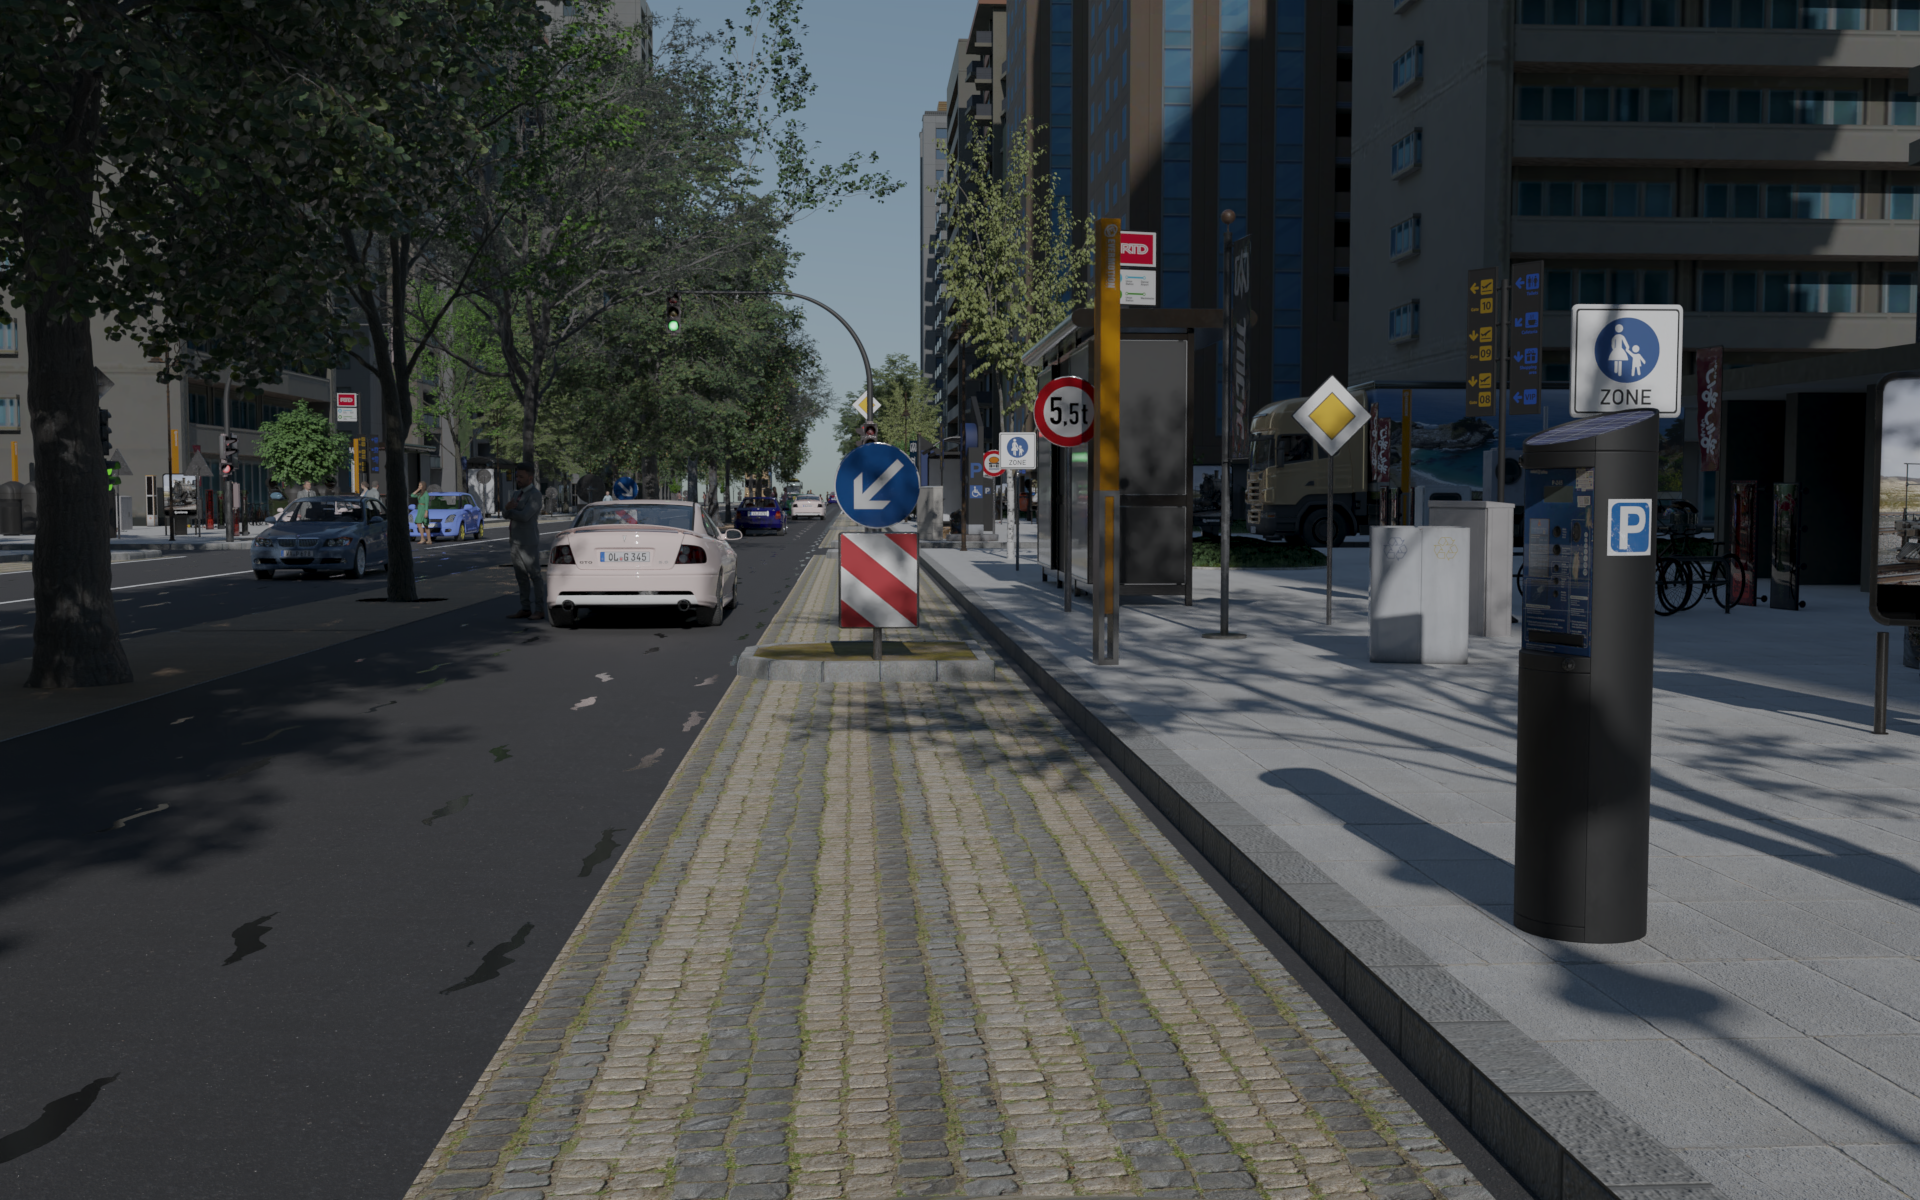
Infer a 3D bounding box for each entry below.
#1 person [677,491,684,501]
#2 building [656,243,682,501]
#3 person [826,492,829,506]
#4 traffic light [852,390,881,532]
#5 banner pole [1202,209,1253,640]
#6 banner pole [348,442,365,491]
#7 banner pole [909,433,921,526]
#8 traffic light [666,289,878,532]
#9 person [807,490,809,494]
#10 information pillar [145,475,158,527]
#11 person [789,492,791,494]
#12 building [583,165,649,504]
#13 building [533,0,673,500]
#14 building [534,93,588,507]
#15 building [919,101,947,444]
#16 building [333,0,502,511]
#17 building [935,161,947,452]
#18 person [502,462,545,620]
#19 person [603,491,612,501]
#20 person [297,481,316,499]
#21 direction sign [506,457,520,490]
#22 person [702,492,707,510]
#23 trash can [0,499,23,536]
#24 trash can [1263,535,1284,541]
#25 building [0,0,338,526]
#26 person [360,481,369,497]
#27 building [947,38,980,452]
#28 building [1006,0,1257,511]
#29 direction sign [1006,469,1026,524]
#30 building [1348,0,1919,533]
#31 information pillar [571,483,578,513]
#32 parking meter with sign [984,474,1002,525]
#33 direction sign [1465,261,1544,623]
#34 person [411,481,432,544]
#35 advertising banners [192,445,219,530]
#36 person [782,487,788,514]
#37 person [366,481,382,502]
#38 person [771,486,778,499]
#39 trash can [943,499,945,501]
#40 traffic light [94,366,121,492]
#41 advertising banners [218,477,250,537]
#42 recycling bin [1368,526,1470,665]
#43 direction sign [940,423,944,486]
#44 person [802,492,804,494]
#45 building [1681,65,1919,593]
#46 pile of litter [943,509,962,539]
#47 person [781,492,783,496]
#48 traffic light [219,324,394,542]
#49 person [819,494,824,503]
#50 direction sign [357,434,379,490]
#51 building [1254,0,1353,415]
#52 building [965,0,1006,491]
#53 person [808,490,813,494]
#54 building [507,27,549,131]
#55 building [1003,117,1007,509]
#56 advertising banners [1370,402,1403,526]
[{"bbox_3d":[-24.539,-8.733,151.999,0.721,1.736,1.217,-3,5,-40],"label":"person"},{"bbox_3d":[-50.952,-35.765,268.350,14.154,41.232,14.086,0,4,-4],"label":"building"},{"bbox_3d":[-15.847,-12.033,205.957,0.721,1.735,1.217,0,4,-1],"label":"person"},{"bbox_3d":[-2.546,-3.556,47.061,0.839,4.253,0.868,0,4,-4],"label":"traffic light"},{"bbox_3d":[2.396,-1.535,15.115,0.401,3.779,0.863,-1,4,-9],"label":"banner pole"},{"bbox_3d":[-25.558,-5.111,73.581,0.863,3.779,0.401,0,4,-3],"label":"banner pole"},{"bbox_3d":[-1.798,-4.934,70.692,0.401,3.779,0.863,-3,5,-43],"label":"banner pole"},{"bbox_3d":[-4.134,-3.924,38.822,4.771,5.953,1.251,0,4,-4],"label":"traffic light"},{"bbox_3d":[-15.127,-10.053,172.883,1.348,1.822,0.705,3,5,39],"label":"person"},{"bbox_3d":[-31.773,-3.889,68.085,0.304,2.012,0.304,0,4,1],"label":"information pillar"},{"bbox_3d":[-22.349,-13.323,227.042,1.217,1.736,0.721,-3,5,-42],"label":"person"},{"bbox_3d":[-51.653,-34.916,225.498,22.147,44.769,28.867,0,4,-4],"label":"building"},{"bbox_3d":[-52.493,-49.619,249.518,20.563,71.187,20.611,0,4,-4],"label":"building"},{"bbox_3d":[-44.967,-29.749,169.984,14.154,41.232,14.086,0,4,-4],"label":"building"},{"bbox_3d":[4.333,-44.338,266.927,21.231,58.520,28.212,0,4,-4],"label":"building"},{"bbox_3d":[-41.328,-27.124,127.073,14.154,41.232,14.086,0,4,-4],"label":"building"},{"bbox_3d":[8.046,-37.824,238.031,23.786,49.044,30.456,0,4,-4],"label":"building"},{"bbox_3d":[-5.020,-0.681,19.811,0.511,1.800,0.466,2,4,29],"label":"person"},{"bbox_3d":[-21.352,-5.794,105.041,0.589,1.601,0.330,0,4,-3],"label":"person"},{"bbox_3d":[-18.783,-2.523,49.847,0.767,1.812,0.694,3,5,43],"label":"person"},{"bbox_3d":[-27.590,-7.035,107.016,0.876,3.537,0.379,0,4,2],"label":"direction sign"},{"bbox_3d":[-22.414,-8.663,151.616,0.415,1.643,0.593,-3,4,-36],"label":"person"},{"bbox_3d":[-29.128,-2.538,53.156,0.748,1.137,0.748,0,3,0],"label":"trash can"},{"bbox_3d":[8.639,-2.201,47.639,0.748,1.137,0.748,0,3,0],"label":"trash can"},{"bbox_3d":[-42.300,-27.758,77.544,21.300,48.544,21.600,0,4,-4],"label":"building"},{"bbox_3d":[-18.200,-2.733,53.200,0.654,1.822,0.581,-2,4,-27],"label":"person"},{"bbox_3d":[9.842,-33.956,178.882,21.300,48.544,21.600,0,4,-4],"label":"building"},{"bbox_3d":[10.556,-28.416,114.715,14.600,45.320,14.200,0,4,-4],"label":"building"},{"bbox_3d":[2.362,-4.967,73.212,0.876,3.537,0.379,-1,4,-13],"label":"direction sign"},{"bbox_3d":[26.521,-27.025,65.557,21.600,48.544,21.300,0,4,-4],"label":"building"},{"bbox_3d":[-26.441,-6.994,118.848,0.304,2.012,0.304,1,4,17],"label":"information pillar"},{"bbox_3d":[1.020,-4.655,72.371,1.738,3.016,0.543,-2,4,-29],"label":"parking meter with sign"},{"bbox_3d":[5.393,-1.544,17.239,0.379,3.537,0.876,-2,4,-35],"label":"direction sign"},{"bbox_3d":[-15.254,-2.479,49.287,0.600,1.795,0.529,3,5,39],"label":"person"},{"bbox_3d":[-27.037,-4.048,62.377,0.090,3.025,2.074,0,4,7],"label":"advertising banners"},{"bbox_3d":[-9.770,-5.368,96.282,0.388,1.821,0.555,-1,4,-19],"label":"person"},{"bbox_3d":[-16.687,-2.498,49.435,0.635,1.810,0.391,2,4,32],"label":"person"},{"bbox_3d":[-9.338,-4.793,86.873,0.388,1.821,0.555,2,4,26],"label":"person"},{"bbox_3d":[-0.827,-2.612,54.366,0.748,1.137,0.748,0,3,0],"label":"trash can"},{"bbox_3d":[-18.930,-3.004,38.035,0.839,4.253,0.868,0,4,-4],"label":"traffic light"},{"bbox_3d":[-21.953,-3.442,52.465,0.090,3.025,2.074,0,4,-3],"label":"advertising banners"},{"bbox_3d":[3.542,-0.052,13.409,0.722,1.027,0.722,1,4,12],"label":"recycling bin"},{"bbox_3d":[-0.582,-3.885,55.519,0.379,3.537,0.876,0,4,6],"label":"direction sign"},{"bbox_3d":[-20.792,-13.423,228.692,1.217,1.736,0.721,0,4,6],"label":"person"},{"bbox_3d":[21.946,-21.940,13.340,22.147,44.769,28.867,0,4,-4],"label":"building"},{"bbox_3d":[-0.346,-2.221,50.279,1.176,0.858,1.719,1,4,21],"label":"pile of litter"},{"bbox_3d":[-28.421,-16.314,275.951,1.217,1.735,0.721,-3,4,-38],"label":"person"},{"bbox_3d":[-17.341,-4.373,46.168,4.771,5.953,1.251,0,4,-4],"label":"traffic light"},{"bbox_3d":[-10.802,-7.469,133.885,0.557,1.426,1.065,-3,4,-39],"label":"person"},{"bbox_3d":[-22.427,-4.508,65.699,0.379,3.537,0.876,3,5,40],"label":"direction sign"},{"bbox_3d":[14.181,-26.659,85.993,14.600,45.320,14.200,0,4,-4],"label":"building"},{"bbox_3d":[11.852,-30.536,153.887,22.147,44.769,28.867,0,4,-4],"label":"building"},{"bbox_3d":[-12.572,-8.389,145.757,1.348,1.812,0.705,0,4,6],"label":"person"},{"bbox_3d":[-47.489,-30.180,148.062,22.147,44.769,28.867,0,4,-4],"label":"building"},{"bbox_3d":[10.092,-22.081,132.726,14.160,30.474,14.107,0,4,-4],"label":"building"},{"bbox_3d":[7.956,-2.217,32.433,0.090,3.025,2.074,0,4,-2],"label":"advertising banners"}]
